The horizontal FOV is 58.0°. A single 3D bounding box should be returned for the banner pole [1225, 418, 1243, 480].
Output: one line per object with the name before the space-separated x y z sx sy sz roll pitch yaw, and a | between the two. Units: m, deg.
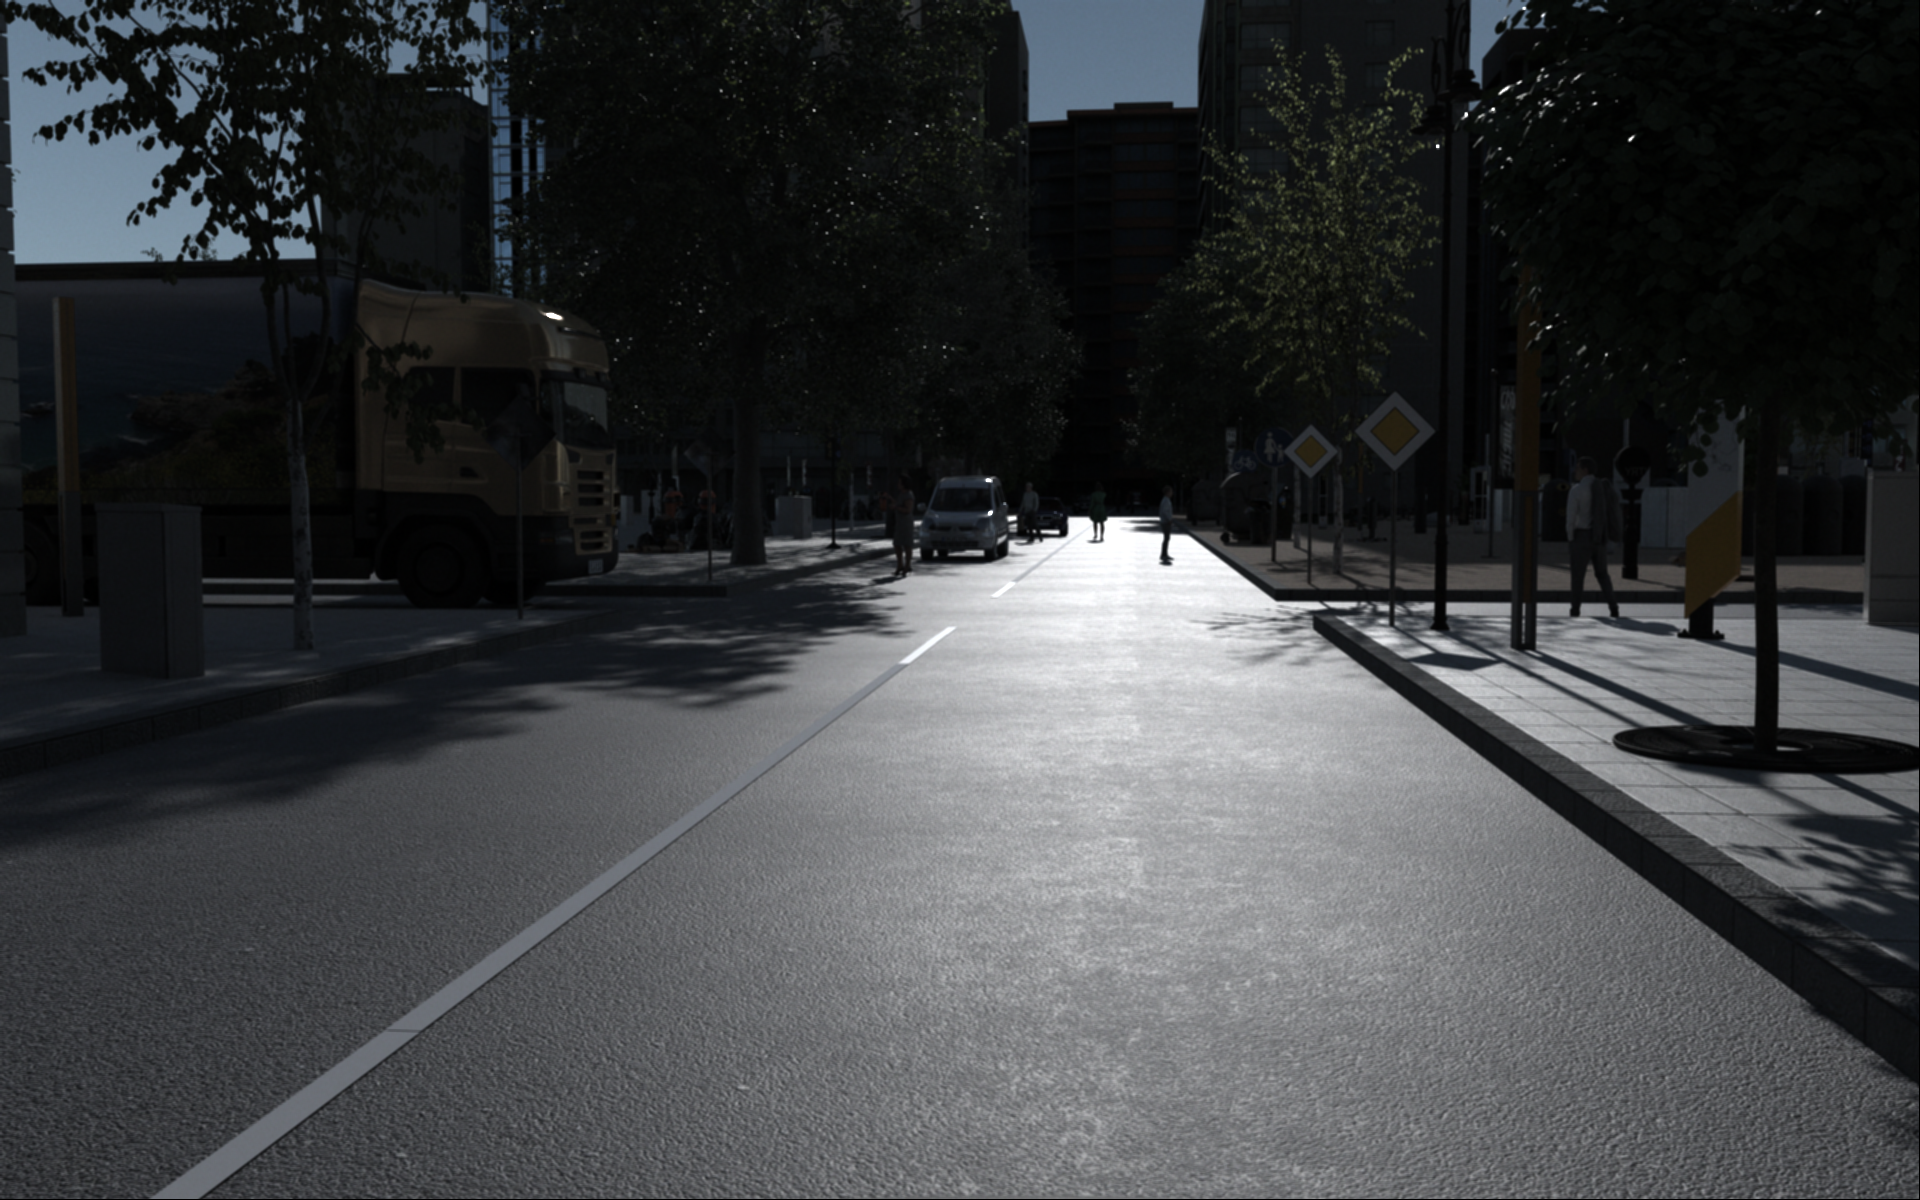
banner pole | 9.052 -4.103 57.093 0.863 3.779 0.401 -2 4 -30

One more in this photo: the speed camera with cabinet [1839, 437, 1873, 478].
speed camera with cabinet | 22.085 -2.970 42.901 0.660 3.252 2.038 2 4 31

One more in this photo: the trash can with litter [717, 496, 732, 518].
trash can with litter | -12.458 -5.043 93.505 2.233 1.210 1.678 2 4 25

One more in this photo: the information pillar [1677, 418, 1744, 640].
information pillar | 6.645 -1.461 15.247 0.183 3.616 0.504 -3 4 -36

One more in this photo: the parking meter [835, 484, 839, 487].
parking meter | -7.143 -5.728 99.368 0.399 1.863 0.255 -1 4 -11

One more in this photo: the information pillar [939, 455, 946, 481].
information pillar | -0.923 -6.131 91.600 0.183 3.616 0.504 3 4 39

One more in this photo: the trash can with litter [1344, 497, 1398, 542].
trash can with litter | 10.998 -2.193 46.906 1.678 1.210 2.233 1 4 22

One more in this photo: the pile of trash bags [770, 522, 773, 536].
pile of trash bags | -7.387 -2.577 51.890 3.447 1.369 1.912 -3 5 -44

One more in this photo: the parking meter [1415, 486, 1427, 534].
parking meter | 15.003 -2.934 56.380 0.372 1.533 0.369 0 3 0

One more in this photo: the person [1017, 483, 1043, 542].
person | 2.065 -2.617 51.767 0.782 1.767 0.515 3 5 40

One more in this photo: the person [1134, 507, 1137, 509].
person | 16.735 -9.540 165.214 1.217 1.736 0.721 1 4 10

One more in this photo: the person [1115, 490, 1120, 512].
person | 12.273 -7.696 134.874 0.434 1.755 0.990 0 4 -3

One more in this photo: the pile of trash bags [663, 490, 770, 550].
pile of trash bags | -5.855 -1.930 41.307 1.912 1.369 3.447 -1 4 -16

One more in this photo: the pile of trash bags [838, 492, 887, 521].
pile of trash bags | -4.432 -4.539 83.965 1.912 1.369 3.447 -3 4 -37

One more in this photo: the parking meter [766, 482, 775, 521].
parking meter | -9.097 -4.740 83.212 0.399 1.863 0.255 -3 5 -40

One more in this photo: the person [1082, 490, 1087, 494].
person | 11.401 -9.199 158.931 1.348 1.821 0.705 -1 4 -19

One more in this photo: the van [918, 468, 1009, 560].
van | 0.130 -1.946 38.830 2.013 2.044 4.112 0 4 7

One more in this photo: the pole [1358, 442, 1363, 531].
pole | 14.056 -4.093 60.769 0.158 3.312 0.155 0 3 0

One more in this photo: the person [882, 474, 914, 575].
person | -1.102 -1.332 30.643 0.532 1.782 0.716 -1 4 -20

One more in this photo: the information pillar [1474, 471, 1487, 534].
information pillar | 16.861 -3.157 56.104 0.304 2.012 0.304 3 5 41

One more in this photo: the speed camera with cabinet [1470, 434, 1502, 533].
speed camera with cabinet | 17.521 -3.873 57.658 0.660 3.252 2.038 2 4 31

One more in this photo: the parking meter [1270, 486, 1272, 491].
parking meter | 9.244 -2.584 50.651 0.372 1.533 0.369 0 3 0

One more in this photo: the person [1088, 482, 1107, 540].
person | 4.320 -2.772 54.073 0.600 1.795 0.529 -1 4 -14

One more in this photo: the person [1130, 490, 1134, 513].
person | 12.704 -7.257 128.073 0.530 1.710 0.541 2 4 33

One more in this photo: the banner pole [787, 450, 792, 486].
banner pole | -9.696 -6.637 98.529 0.401 3.779 0.863 -1 4 -22

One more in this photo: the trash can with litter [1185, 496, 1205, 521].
trash can with litter | 11.149 -4.298 81.658 1.055 1.170 0.624 2 4 27

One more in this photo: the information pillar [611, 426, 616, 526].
information pillar | -7.784 -2.900 38.766 0.183 3.616 0.504 0 4 -5

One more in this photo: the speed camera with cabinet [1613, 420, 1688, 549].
speed camera with cabinet | 16.372 -2.859 41.076 0.660 3.252 2.038 -1 4 -16

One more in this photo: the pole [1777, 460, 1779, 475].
pole | 23.044 -3.375 49.025 0.158 3.312 0.155 0 3 0

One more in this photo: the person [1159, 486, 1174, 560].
person | 4.499 -1.674 37.686 0.330 1.601 0.589 1 4 8

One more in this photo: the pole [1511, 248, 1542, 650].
pole | 4.664 -1.248 14.242 0.158 3.312 0.155 0 3 0

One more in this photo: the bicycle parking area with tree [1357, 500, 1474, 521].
bicycle parking area with tree | 23.187 -6.017 85.385 9.016 4.147 8.231 2 4 25

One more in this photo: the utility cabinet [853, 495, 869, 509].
utility cabinet | -5.603 -5.232 96.711 1.020 1.237 0.306 2 4 28

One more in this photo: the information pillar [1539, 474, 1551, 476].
information pillar | 21.572 -3.637 63.956 0.304 2.012 0.304 -1 4 -10

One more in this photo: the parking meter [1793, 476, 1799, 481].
parking meter | 27.673 -3.176 57.637 0.255 1.863 0.399 -1 4 -9

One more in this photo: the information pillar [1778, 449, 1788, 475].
information pillar | 24.633 -3.710 52.005 0.504 3.616 0.183 -1 4 -11

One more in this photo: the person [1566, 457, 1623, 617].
person | 6.860 -0.620 18.742 0.679 1.850 0.850 -1 4 -16

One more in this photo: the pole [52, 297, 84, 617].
pole | -9.314 -1.483 18.085 0.158 3.312 0.155 0 3 0

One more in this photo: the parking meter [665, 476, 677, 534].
parking meter | -9.235 -3.040 55.422 0.399 1.863 0.255 -1 4 -8

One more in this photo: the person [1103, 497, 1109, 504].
person | 12.534 -8.587 152.156 1.065 1.426 0.557 0 4 -6

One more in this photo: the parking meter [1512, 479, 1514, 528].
parking meter | 20.923 -3.631 65.076 0.255 1.863 0.399 3 4 36

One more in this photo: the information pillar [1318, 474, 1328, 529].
information pillar | 13.409 -3.635 63.926 0.304 2.012 0.304 1 4 19

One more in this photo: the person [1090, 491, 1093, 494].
person | 12.810 -9.836 170.113 0.721 1.735 1.217 2 4 25

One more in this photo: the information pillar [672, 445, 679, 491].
information pillar | -13.040 -5.387 79.438 0.183 3.616 0.504 -3 4 -38

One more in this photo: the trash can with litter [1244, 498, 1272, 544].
trash can with litter | 7.670 -2.005 44.171 0.624 1.170 1.055 2 4 25
